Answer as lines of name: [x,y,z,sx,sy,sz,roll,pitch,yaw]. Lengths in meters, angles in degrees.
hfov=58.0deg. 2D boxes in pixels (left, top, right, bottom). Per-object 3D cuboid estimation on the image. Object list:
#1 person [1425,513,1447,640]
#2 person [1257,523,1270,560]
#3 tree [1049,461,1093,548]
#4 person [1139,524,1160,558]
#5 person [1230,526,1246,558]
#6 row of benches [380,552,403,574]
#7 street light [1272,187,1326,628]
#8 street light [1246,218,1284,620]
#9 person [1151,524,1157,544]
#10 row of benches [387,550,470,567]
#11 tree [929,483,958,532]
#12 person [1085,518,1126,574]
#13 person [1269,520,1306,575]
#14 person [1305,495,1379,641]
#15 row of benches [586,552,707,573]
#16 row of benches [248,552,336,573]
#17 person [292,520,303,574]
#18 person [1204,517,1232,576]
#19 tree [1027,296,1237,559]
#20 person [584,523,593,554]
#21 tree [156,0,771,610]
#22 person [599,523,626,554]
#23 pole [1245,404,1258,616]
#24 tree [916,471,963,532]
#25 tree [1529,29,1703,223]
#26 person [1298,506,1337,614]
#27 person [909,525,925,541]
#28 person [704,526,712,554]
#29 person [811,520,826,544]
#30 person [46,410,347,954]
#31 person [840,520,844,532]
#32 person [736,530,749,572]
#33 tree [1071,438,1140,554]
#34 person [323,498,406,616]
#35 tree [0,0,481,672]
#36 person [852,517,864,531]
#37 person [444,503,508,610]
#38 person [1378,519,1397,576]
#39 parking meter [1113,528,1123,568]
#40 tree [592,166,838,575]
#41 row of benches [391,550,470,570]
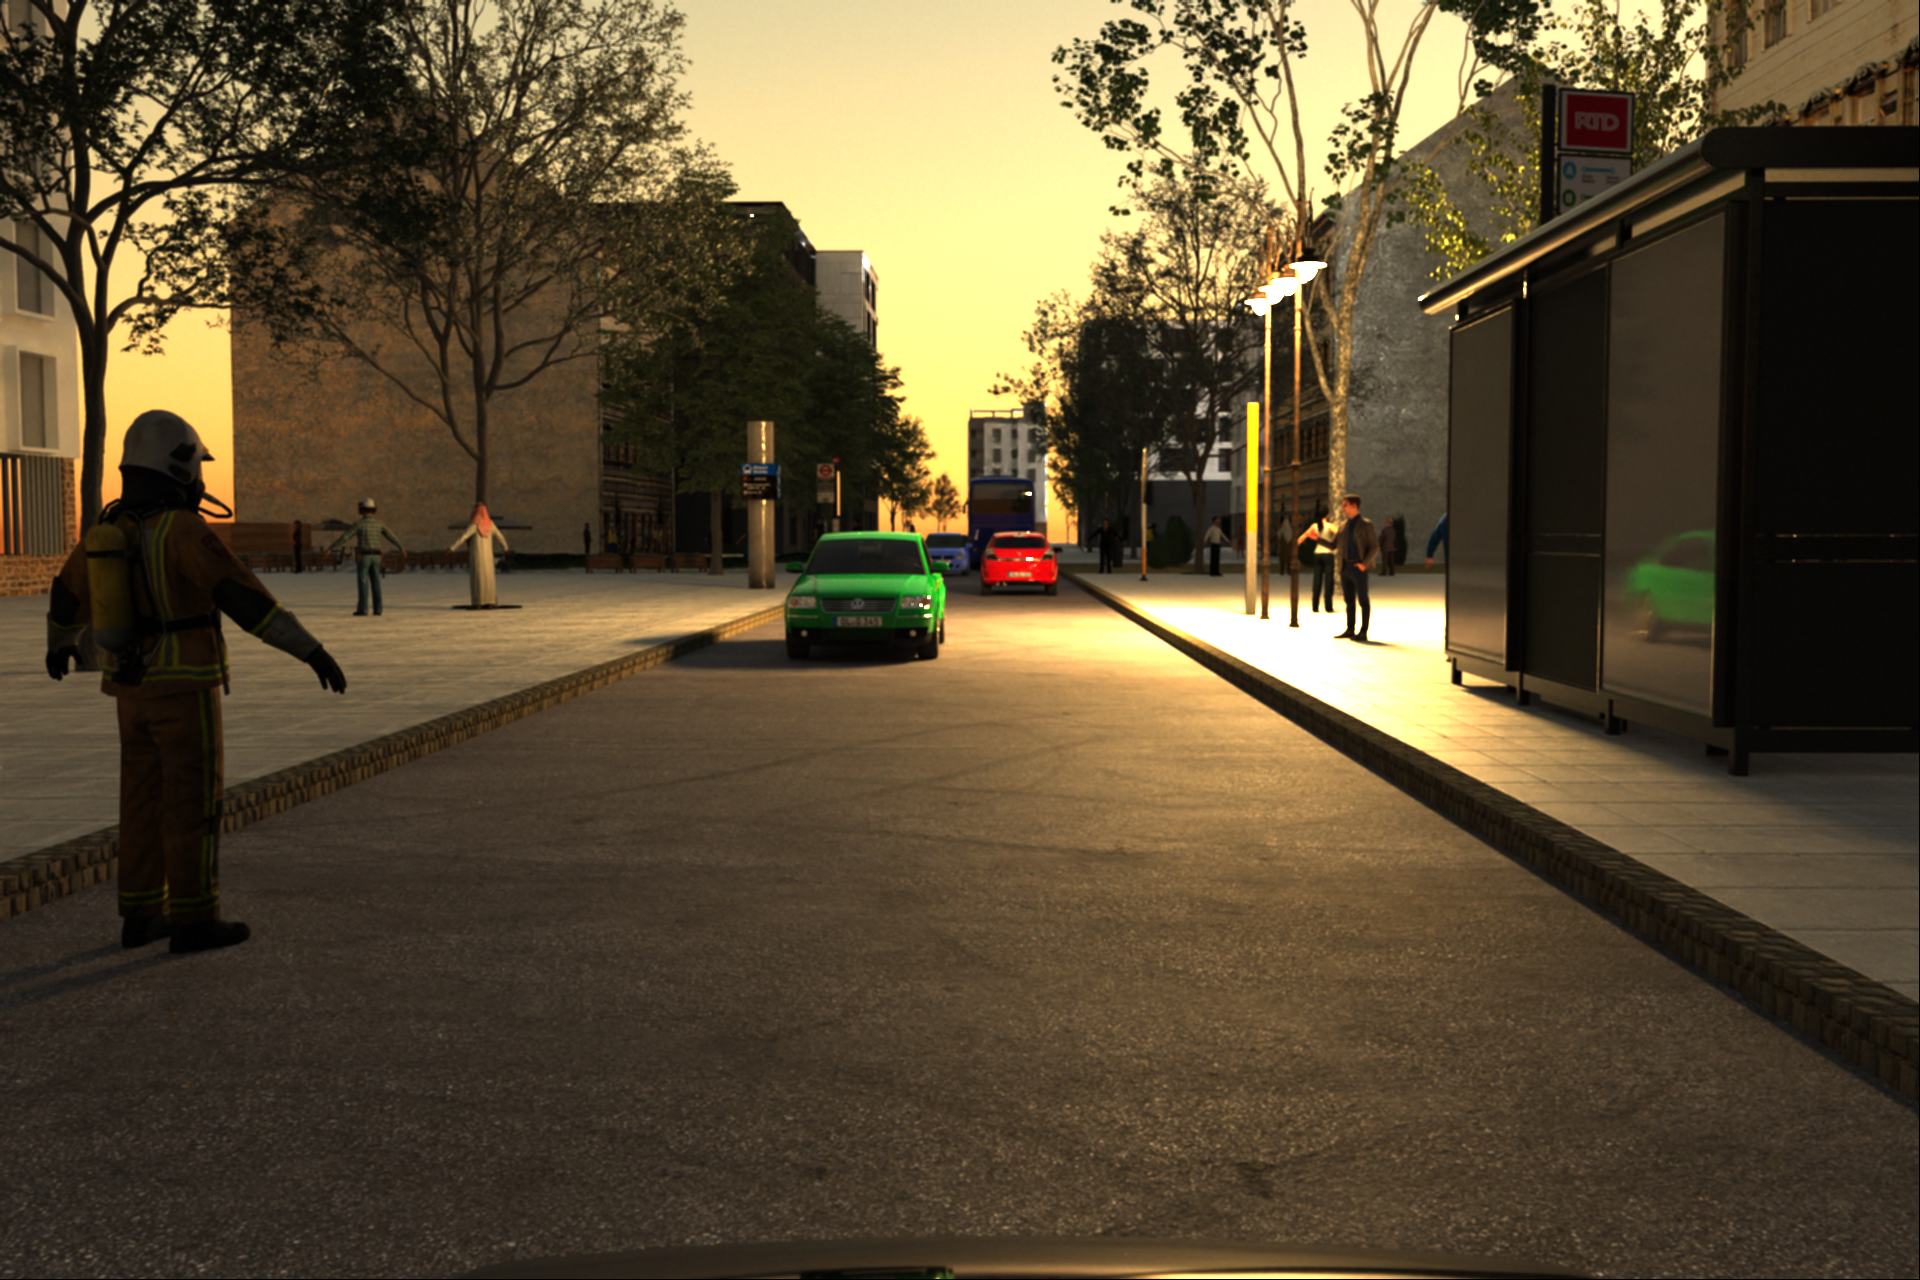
person: [5.489,-0.796,18.902,0.705,1.842,1.347,-2,4,-25]
person: [14.994,-4.872,85.519,0.705,1.847,1.347,-1,4,-22]
tree: [10.296,-12.952,162.134,4.737,8.622,4.395,0,3,0]
person: [10.012,-5.213,91.205,1.349,1.833,0.705,2,4,32]
person: [14.909,-5.203,91.873,1.217,1.733,0.721,2,4,26]
row of benches: [-18.967,-2.580,57.642,1.422,0.672,4.104,-1,4,-15]
street light: [4.586,-3.107,23.591,0.468,5.910,1.993,0,4,1]
street light: [4.563,-3.239,25.748,0.468,5.910,1.993,0,4,1]
person: [10.501,-5.336,93.387,0.704,1.843,1.345,1,4,11]
row of benches: [-20.652,-3.207,67.899,4.104,0.672,1.422,0,4,7]
tree: [-1.874,-18.192,247.808,4.360,8.622,3.978,0,3,0]
person: [4.723,-3.062,56.256,1.347,1.806,0.705,0,4,8]
person: [10.239,-2.901,54.204,1.217,1.736,0.721,2,4,32]
person: [4.623,-0.881,20.982,0.750,1.759,0.617,-1,4,-16]
row of benches: [-10.314,-2.573,57.539,4.104,0.672,1.422,-2,4,-25]
row of benches: [-22.854,-2.697,59.555,1.422,0.672,4.104,1,4,15]
person: [-21.614,-3.029,56.328,0.721,1.729,1.215,-1,4,-19]
person: [7.823,-2.860,52.914,0.704,1.810,1.344,3,5,45]
tree: [8.911,-10.890,88.429,12.009,13.543,11.850,0,3,0]
person: [-18.036,-4.762,83.990,0.704,1.812,1.346,-1,4,-21]
tree: [-8.286,-7.281,29.414,12.009,13.543,11.850,0,3,0]
person: [-15.691,-4.390,78.240,1.216,1.772,0.721,-1,4,-20]
pole: [4.576,-2.039,27.184,0.158,3.312,0.155,0,3,0]
tree: [-2.936,-19.580,254.536,7.601,10.594,8.767,0,4,2]
tree: [26.804,-12.914,67.026,12.611,20.169,13.585,0,3,0]
person: [5.912,-1.296,27.997,1.217,1.737,0.721,3,4,36]
person: [-1.922,-3.709,69.234,1.348,1.813,0.705,-1,4,-13]
person: [-12.142,-4.749,84.373,0.721,1.740,1.216,1,4,17]
person: [-5.577,-3.898,69.505,0.705,1.856,1.354,-3,5,-44]
person: [-2.737,0.134,6.030,1.354,1.858,0.705,2,4,23]
person: [-4.292,-3.355,61.078,0.704,1.802,1.346,0,4,7]
person: [-7.014,-3.207,58.560,1.347,1.817,0.704,2,4,35]
tree: [9.364,-9.931,112.732,4.737,8.622,4.395,0,3,0]
person: [-9.356,-1.316,27.354,1.345,1.849,0.704,-3,5,-43]
tree: [-7.923,-5.002,16.192,8.767,10.594,7.601,3,5,40]
person: [-3.416,-3.130,57.103,0.705,1.837,1.347,2,4,33]
person: [-8.132,-1.417,29.322,0.704,1.811,1.347,2,4,34]
person: [13.132,-2.861,53.379,0.990,1.755,0.434,-3,4,-37]
parking meter: [6.048,-3.544,66.347,0.372,1.533,0.369,0,3,0]
tree: [-7.750,-8.343,54.532,7.486,12.596,7.792,0,3,0]
row of benches: [-19.204,-2.958,63.819,1.422,0.672,4.104,2,4,28]
